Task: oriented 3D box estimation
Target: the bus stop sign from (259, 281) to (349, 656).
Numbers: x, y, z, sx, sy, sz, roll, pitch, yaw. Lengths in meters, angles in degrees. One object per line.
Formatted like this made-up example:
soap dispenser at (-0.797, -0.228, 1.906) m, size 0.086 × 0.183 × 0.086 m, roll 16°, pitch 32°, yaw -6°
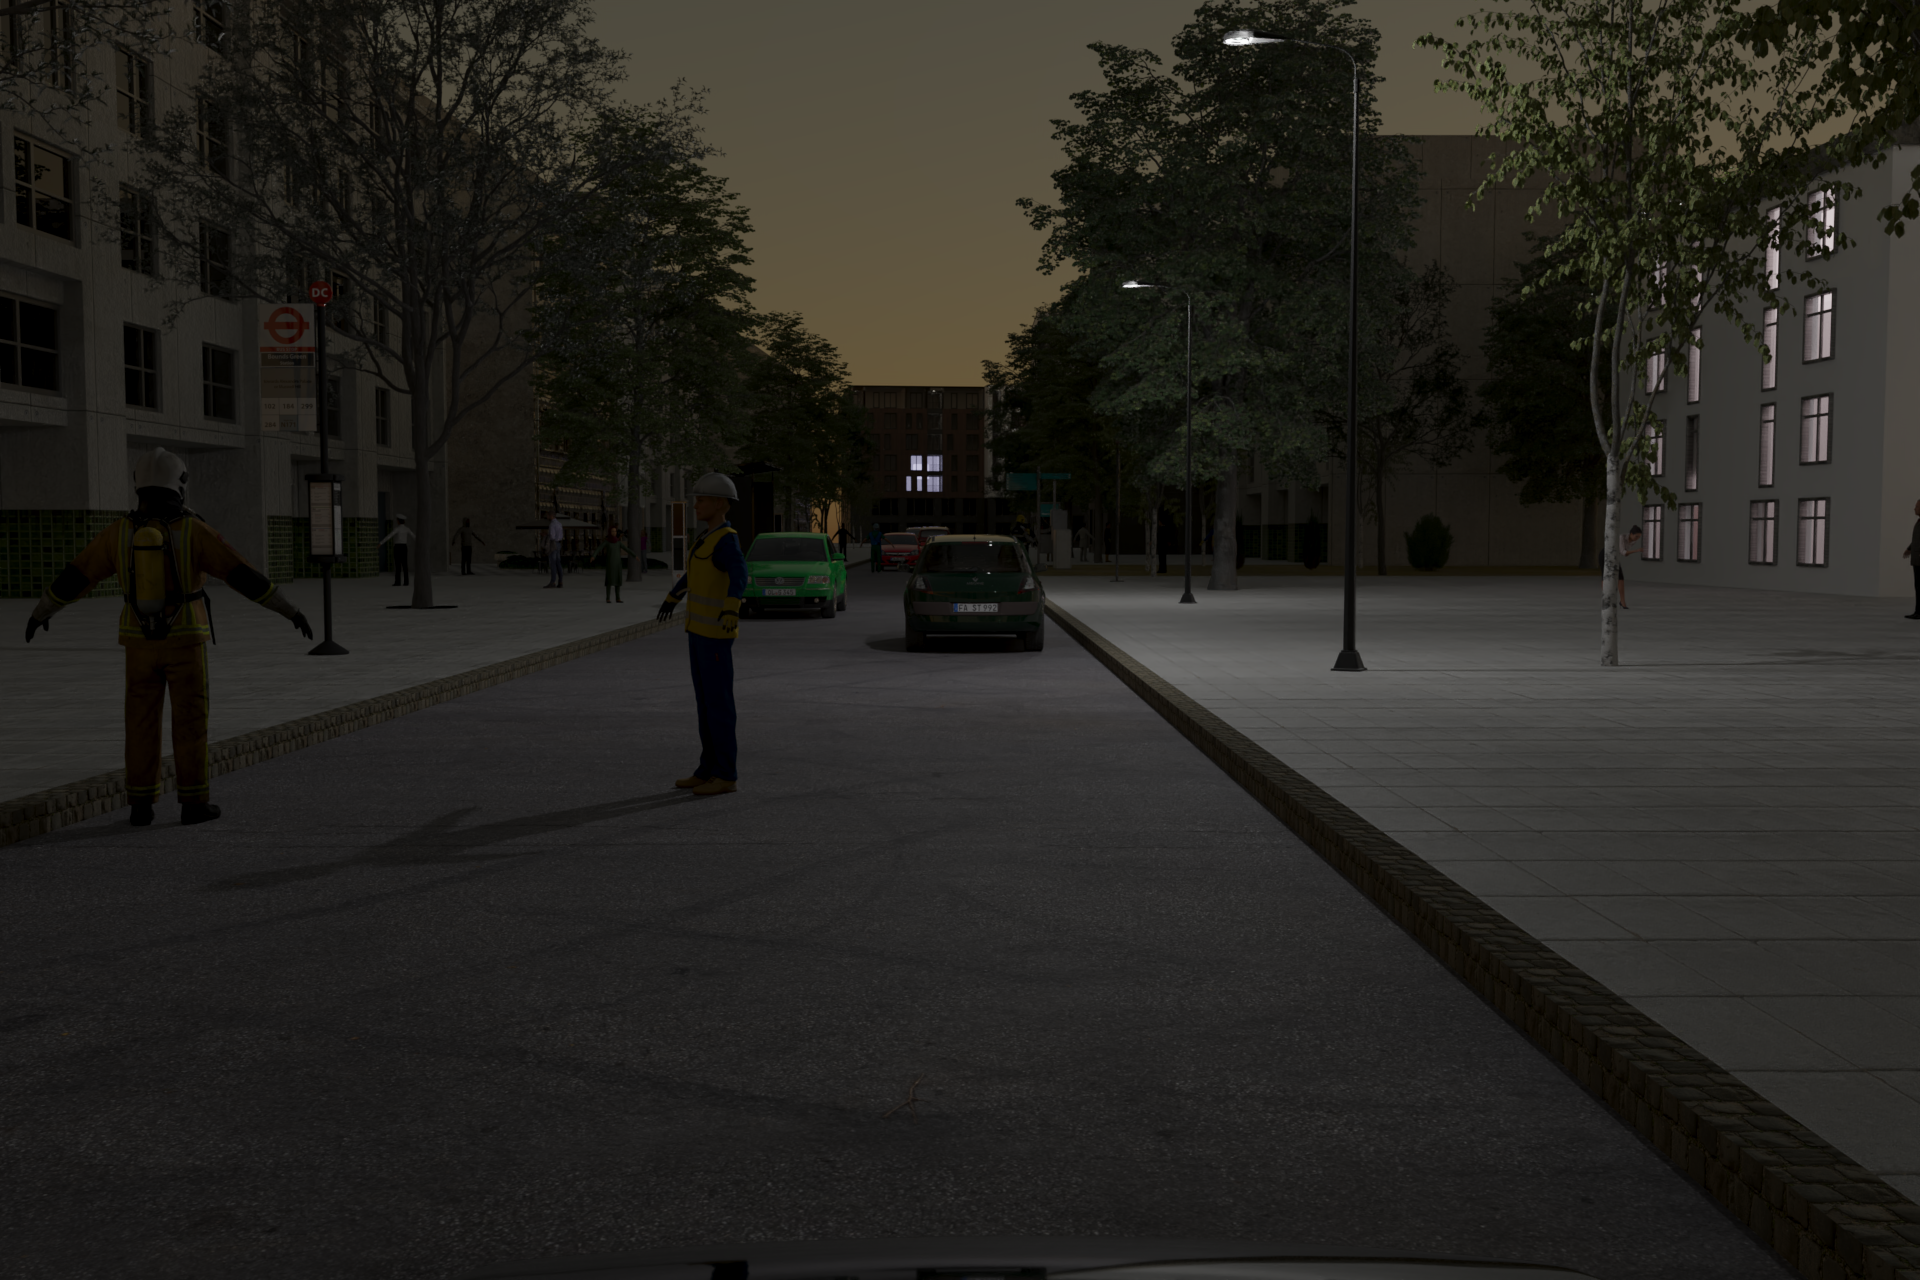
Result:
bus stop sign at (-6.956, -1.814, 18.356) m, size 0.855 × 3.939 × 0.416 m, roll 0°, pitch 4°, yaw -1°

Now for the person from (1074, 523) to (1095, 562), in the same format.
person at (5.798, -4.570, 80.903) m, size 1.347 × 1.806 × 0.705 m, roll 3°, pitch 5°, yaw 43°

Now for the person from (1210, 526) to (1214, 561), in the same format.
person at (12.128, -4.650, 82.833) m, size 0.721 × 1.733 × 1.217 m, roll 3°, pitch 5°, yaw 42°

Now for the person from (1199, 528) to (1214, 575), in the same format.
person at (8.005, -2.924, 53.783) m, size 1.349 × 1.833 × 0.705 m, roll -2°, pitch 4°, yaw -34°

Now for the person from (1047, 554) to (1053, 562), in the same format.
person at (4.247, -4.568, 80.965) m, size 1.348 × 1.796 × 0.705 m, roll 2°, pitch 4°, yaw 28°

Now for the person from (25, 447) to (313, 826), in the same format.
person at (-3.936, -0.022, 8.593) m, size 1.354 × 1.858 × 0.705 m, roll -1°, pitch 4°, yaw -10°

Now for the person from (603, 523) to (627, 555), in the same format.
person at (-16.703, -4.793, 84.301) m, size 1.347 × 1.837 × 0.705 m, roll 0°, pitch 4°, yaw -7°

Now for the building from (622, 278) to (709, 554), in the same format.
building at (-29.145, -16.022, 128.420) m, size 16.747 × 18.905 × 31.486 m, roll 0°, pitch 4°, yaw -1°

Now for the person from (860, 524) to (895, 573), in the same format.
person at (-3.068, -3.364, 63.588) m, size 1.347 × 1.817 × 0.704 m, roll 1°, pitch 4°, yaw 16°

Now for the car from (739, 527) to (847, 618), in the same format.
car at (-2.994, -1.348, 30.840) m, size 1.959 × 1.807 × 4.718 m, roll 0°, pitch 4°, yaw 0°

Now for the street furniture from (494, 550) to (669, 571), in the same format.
street furniture at (-14.581, -3.023, 65.059) m, size 5.734 × 0.657 × 10.072 m, roll -1°, pitch 4°, yaw -21°

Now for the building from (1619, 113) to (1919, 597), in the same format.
building at (23.087, -5.675, 34.931) m, size 9.099 × 9.664 × 28.070 m, roll 0°, pitch 4°, yaw -1°

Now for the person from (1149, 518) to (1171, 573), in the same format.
person at (6.624, -3.101, 56.886) m, size 0.705 × 1.806 × 1.347 m, roll 2°, pitch 4°, yaw 35°

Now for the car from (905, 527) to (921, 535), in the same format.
car at (-2.356, -5.560, 99.572) m, size 2.281 × 1.827 × 5.304 m, roll 0°, pitch 4°, yaw 0°

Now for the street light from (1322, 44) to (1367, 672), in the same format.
street light at (4.200, -2.665, 16.106) m, size 1.470 × 5.913 × 1.316 m, roll 0°, pitch 4°, yaw 0°

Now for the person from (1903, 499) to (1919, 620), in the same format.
person at (14.477, -1.219, 26.119) m, size 0.705 × 1.807 × 1.348 m, roll 1°, pitch 4°, yaw 18°

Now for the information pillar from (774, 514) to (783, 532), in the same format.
information pillar at (-6.529, -3.538, 62.343) m, size 0.304 × 2.012 × 0.304 m, roll 0°, pitch 4°, yaw 2°

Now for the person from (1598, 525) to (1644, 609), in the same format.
person at (11.313, -1.246, 29.600) m, size 0.799 × 1.438 × 0.628 m, roll 2°, pitch 4°, yaw 30°

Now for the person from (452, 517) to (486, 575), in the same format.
person at (-15.453, -2.946, 54.298) m, size 0.705 × 1.813 × 1.348 m, roll 2°, pitch 4°, yaw 31°

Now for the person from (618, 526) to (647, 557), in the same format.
person at (-14.060, -4.158, 74.128) m, size 1.345 × 1.843 × 0.704 m, roll -2°, pitch 4°, yaw -26°

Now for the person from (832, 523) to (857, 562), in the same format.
person at (-5.415, -4.536, 80.382) m, size 1.346 × 1.802 × 0.704 m, roll 2°, pitch 4°, yaw 25°

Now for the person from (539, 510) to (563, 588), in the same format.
person at (-9.716, -2.143, 40.953) m, size 0.599 × 1.838 × 0.709 m, roll 1°, pitch 4°, yaw 9°

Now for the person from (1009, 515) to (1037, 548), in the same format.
person at (1.842, -2.837, 52.154) m, size 0.704 × 1.858 × 1.351 m, roll -2°, pitch 4°, yaw -34°

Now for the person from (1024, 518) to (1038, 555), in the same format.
person at (2.304, -3.467, 62.463) m, size 1.354 × 1.856 × 0.705 m, roll -2°, pitch 4°, yaw -32°

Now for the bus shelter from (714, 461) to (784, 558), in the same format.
bus shelter at (-7.148, -4.134, 58.878) m, size 1.731 × 3.624 × 6.357 m, roll 0°, pitch 3°, yaw 0°

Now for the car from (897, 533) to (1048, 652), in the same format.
car at (0.166, -0.779, 22.518) m, size 2.009 × 1.686 × 4.222 m, roll 0°, pitch 4°, yaw 0°

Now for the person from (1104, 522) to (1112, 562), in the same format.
person at (6.760, -4.451, 78.904) m, size 0.704 × 1.812 × 1.346 m, roll 0°, pitch 4°, yaw 4°

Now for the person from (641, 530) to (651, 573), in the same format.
person at (-10.465, -2.917, 56.960) m, size 0.991 × 1.433 × 0.599 m, roll 3°, pitch 5°, yaw 41°

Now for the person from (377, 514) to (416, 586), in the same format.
person at (-13.869, -2.225, 42.837) m, size 0.721 × 1.778 × 1.216 m, roll 3°, pitch 4°, yaw 38°

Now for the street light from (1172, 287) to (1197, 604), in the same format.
street light at (4.752, -3.626, 31.833) m, size 1.470 × 5.913 × 1.316 m, roll 0°, pitch 4°, yaw 0°

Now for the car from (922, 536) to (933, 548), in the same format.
car at (-0.687, -3.703, 72.912) m, size 2.083 × 1.381 × 4.827 m, roll 0°, pitch 4°, yaw 0°

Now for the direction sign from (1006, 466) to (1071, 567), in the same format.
direction sign at (3.084, -4.808, 67.379) m, size 2.525 × 3.948 × 1.411 m, roll 0°, pitch 4°, yaw 0°

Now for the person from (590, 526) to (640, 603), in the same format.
person at (-6.417, -1.404, 32.167) m, size 0.989 × 1.438 × 0.599 m, roll -3°, pitch 4°, yaw -37°

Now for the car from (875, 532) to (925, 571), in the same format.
car at (-2.378, -3.604, 67.959) m, size 2.155 × 1.783 × 4.494 m, roll 0°, pitch 4°, yaw 0°

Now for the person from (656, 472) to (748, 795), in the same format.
person at (-1.451, -0.043, 9.629) m, size 0.721 × 1.772 × 1.216 m, roll -2°, pitch 4°, yaw -27°

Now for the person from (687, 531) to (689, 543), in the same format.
person at (-12.146, -4.256, 75.713) m, size 0.704 × 1.817 × 1.347 m, roll -3°, pitch 5°, yaw -40°

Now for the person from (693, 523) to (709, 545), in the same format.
person at (-7.799, -2.918, 54.438) m, size 1.216 × 1.740 × 0.721 m, roll -1°, pitch 4°, yaw -21°

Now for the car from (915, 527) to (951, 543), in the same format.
car at (-1.285, -4.908, 88.923) m, size 2.281 × 1.827 × 5.304 m, roll 0°, pitch 4°, yaw 0°

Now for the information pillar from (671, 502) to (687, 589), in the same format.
information pillar at (-6.376, -2.132, 39.357) m, size 0.304 × 2.012 × 0.304 m, roll 0°, pitch 4°, yaw 1°
